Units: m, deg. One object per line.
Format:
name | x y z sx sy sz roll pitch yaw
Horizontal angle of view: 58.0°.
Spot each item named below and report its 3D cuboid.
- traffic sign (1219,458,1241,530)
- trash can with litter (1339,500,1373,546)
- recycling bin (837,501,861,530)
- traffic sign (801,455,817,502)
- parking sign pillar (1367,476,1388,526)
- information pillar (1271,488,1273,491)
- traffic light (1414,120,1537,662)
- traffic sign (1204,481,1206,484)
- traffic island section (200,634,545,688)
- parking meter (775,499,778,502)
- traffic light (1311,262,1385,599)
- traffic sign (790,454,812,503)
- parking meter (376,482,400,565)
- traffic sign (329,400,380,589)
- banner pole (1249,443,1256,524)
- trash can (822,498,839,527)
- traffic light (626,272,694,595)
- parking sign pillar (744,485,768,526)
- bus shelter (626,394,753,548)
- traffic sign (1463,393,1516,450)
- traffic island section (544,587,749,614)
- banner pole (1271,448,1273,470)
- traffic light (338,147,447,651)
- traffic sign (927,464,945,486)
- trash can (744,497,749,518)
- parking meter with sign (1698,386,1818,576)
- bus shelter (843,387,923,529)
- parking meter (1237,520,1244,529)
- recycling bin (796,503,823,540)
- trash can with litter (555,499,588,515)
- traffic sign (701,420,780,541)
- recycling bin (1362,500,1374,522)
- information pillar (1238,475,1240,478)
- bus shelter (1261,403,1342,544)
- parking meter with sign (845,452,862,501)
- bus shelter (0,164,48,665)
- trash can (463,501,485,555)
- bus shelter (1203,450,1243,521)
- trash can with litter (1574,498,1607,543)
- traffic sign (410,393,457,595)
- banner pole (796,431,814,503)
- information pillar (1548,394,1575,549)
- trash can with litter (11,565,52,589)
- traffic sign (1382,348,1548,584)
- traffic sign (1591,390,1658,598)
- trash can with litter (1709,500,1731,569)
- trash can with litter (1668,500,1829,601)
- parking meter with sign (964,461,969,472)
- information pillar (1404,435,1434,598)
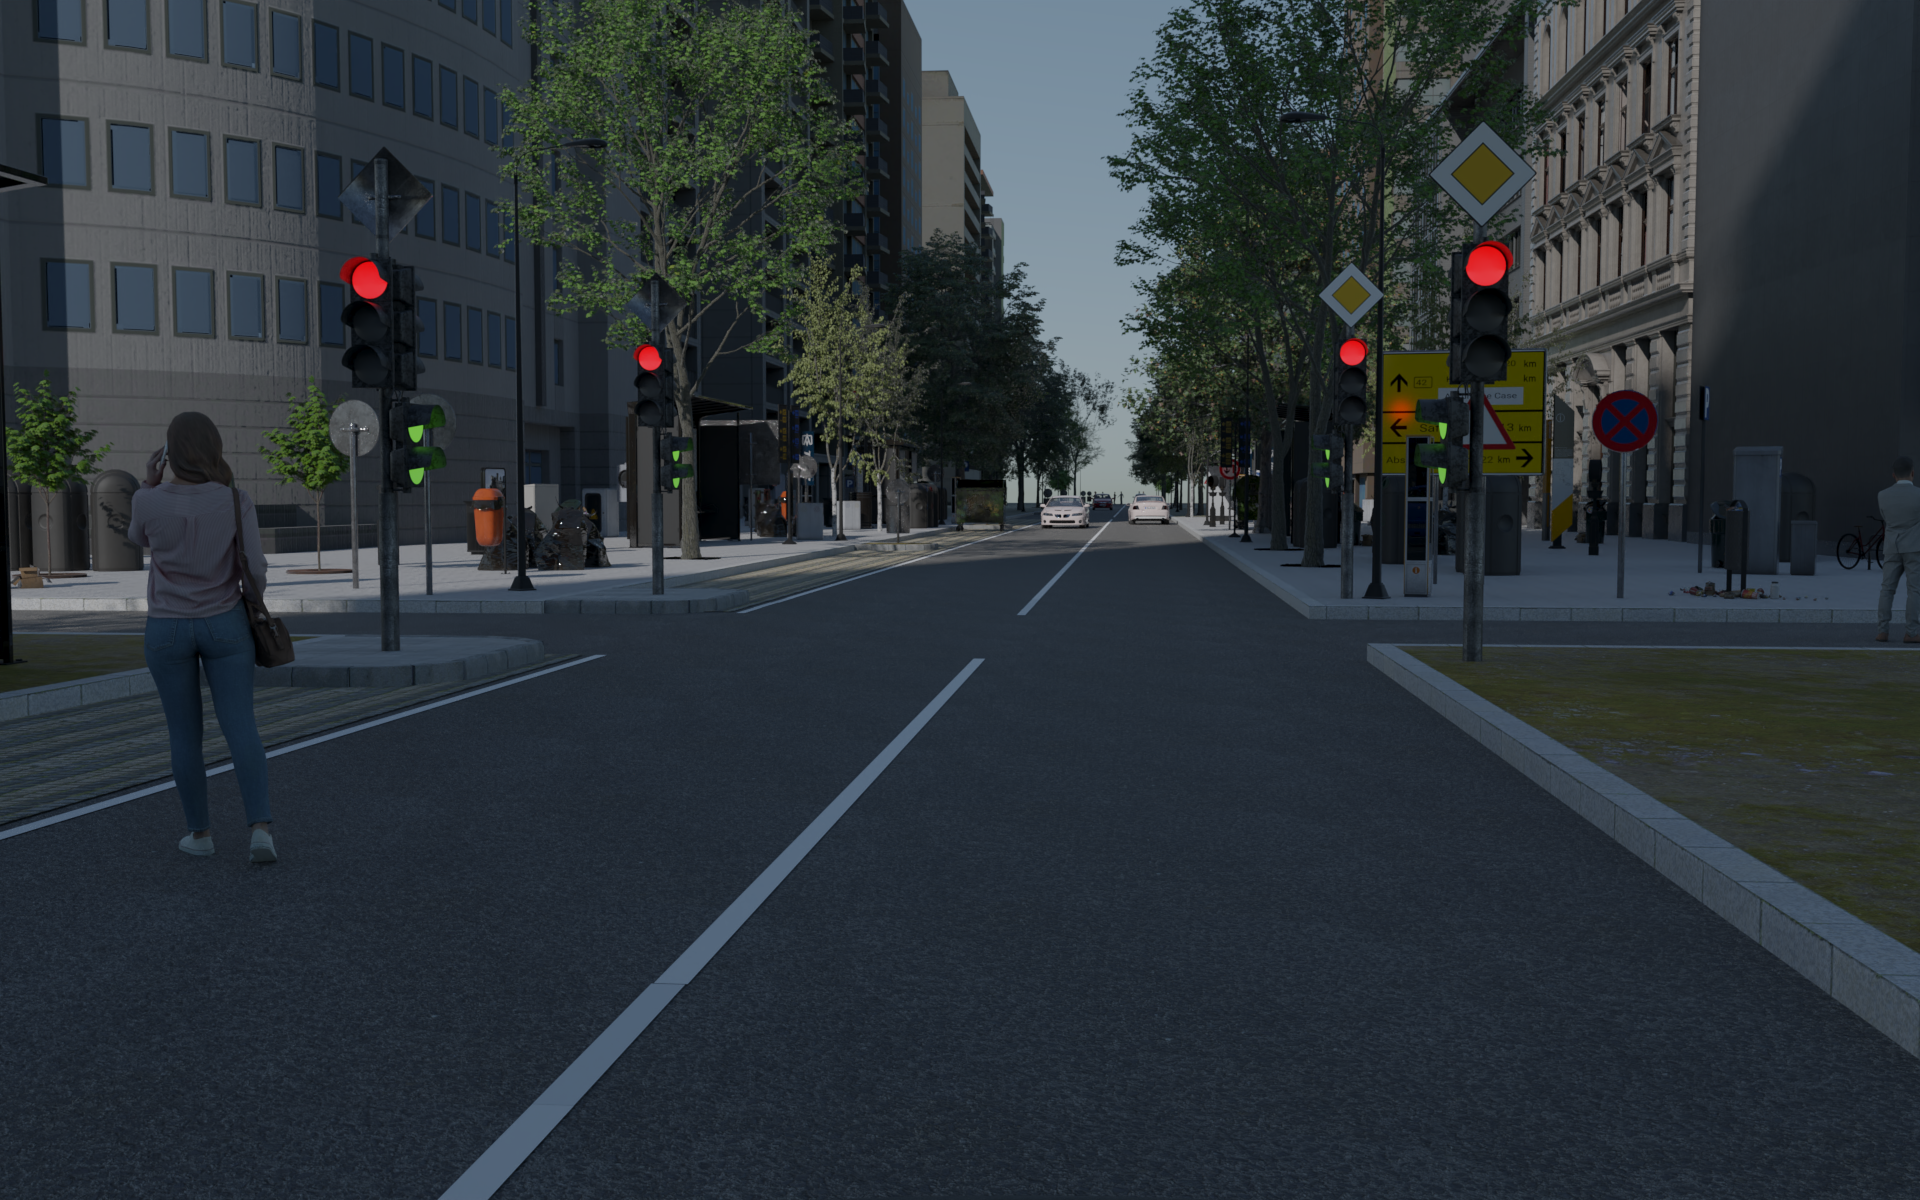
traffic sign | 9.602 -3.761 61.604 0.768 2.556 0.104 1 4 13
trash can with litter | 9.898 -1.920 42.782 1.055 1.170 0.624 3 5 41
recycling bin | -4.044 -3.038 62.227 0.722 1.027 0.722 -2 4 -33
traffic sign | -5.068 -3.478 56.969 0.768 2.556 0.104 1 4 13
parking sign pillar | 17.362 -5.024 70.615 1.447 3.967 1.447 2 4 34
information pillar | 11.725 -3.673 64.545 0.304 2.012 0.304 3 4 36
traffic light | 3.924 -1.486 13.212 0.839 4.253 0.868 0 4 6
traffic sign | 13.086 -5.492 89.803 0.884 2.594 0.081 1 4 12
traffic island section | -4.684 0.494 14.201 2.009 0.180 2.903 0 4 6
parking meter | -9.940 -5.438 94.627 0.255 1.863 0.399 -1 4 -23
traffic light | 4.731 -1.972 21.156 0.839 4.253 0.868 0 4 6
traffic sign | -5.216 -3.430 56.079 0.884 2.594 0.081 1 4 9
parking meter | -10.329 -1.398 31.273 0.372 1.533 0.369 0 3 0
traffic sign | -8.197 -1.426 23.423 0.768 2.556 0.104 1 4 13
banner pole | 12.450 -5.147 74.165 0.401 3.779 0.863 -2 4 -33
trash can | -4.980 -3.387 67.038 0.748 1.137 0.748 0 3 0
traffic light | -3.838 -2.024 22.007 0.839 4.253 0.868 0 4 6
parking sign pillar | -7.985 -4.977 69.852 1.447 3.967 1.447 -1 4 -10
bus shelter | -6.779 -3.225 44.011 1.731 3.624 6.357 0 4 6
traffic sign | 6.220 -1.276 20.860 0.884 2.594 0.081 0 4 6
traffic island section | -3.877 0.008 22.146 2.009 0.180 2.903 0 4 6
banner pole | 14.553 -5.580 81.249 0.863 3.779 0.401 -1 4 -8
traffic light | -4.645 -1.538 14.063 0.839 4.253 0.868 0 4 6
traffic sign | -1.041 -4.517 73.954 0.768 2.556 0.104 1 4 12
trash can | -10.908 -4.798 90.096 0.748 1.137 0.748 0 3 0
parking meter with sign | 12.739 -1.919 27.644 1.738 3.016 0.543 2 4 30
bus shelter | -3.049 -5.506 67.648 2.179 5.291 8.768 0 4 6
parking meter | 10.410 -3.600 64.573 0.255 1.863 0.399 3 4 38
recycling bin | -4.242 -2.217 48.810 0.722 1.027 0.722 -1 4 -9
trash can with litter | -8.534 -1.588 37.350 0.624 1.170 1.055 1 4 23
traffic sign | -6.067 -3.288 47.632 2.265 3.308 0.079 0 4 6
recycling bin | 18.928 -4.086 79.353 0.722 1.027 0.722 -1 4 -20
information pillar | 10.783 -3.760 65.964 0.304 2.012 0.304 3 4 38
bus shelter | 9.350 -3.443 47.581 1.731 3.624 6.357 0 4 6
parking meter with sign | -4.468 -4.571 71.000 0.543 3.016 1.738 1 4 10
bus shelter | -7.925 -1.144 9.995 1.731 3.624 6.357 0 4 6
trash can | -10.137 -1.532 36.696 0.748 1.137 0.748 0 3 0
bus shelter | 12.181 -5.224 79.335 2.014 3.302 5.546 0 4 6
trash can with litter | 16.325 -2.055 44.986 0.624 1.170 1.055 -1 4 -11
traffic sign | -6.742 -1.335 21.932 0.768 2.556 0.104 1 4 8
banner pole | -5.496 -4.321 60.664 0.863 3.779 0.401 1 4 11
information pillar | 14.087 -3.007 40.518 0.504 3.616 0.183 0 4 -1
trash can with litter | -12.961 -0.740 23.494 1.055 1.170 0.624 -3 4 -39
traffic sign | 7.077 -1.872 24.479 2.265 3.308 0.079 1 4 13
traffic sign | 8.131 -1.293 21.251 0.768 2.556 0.104 1 4 15
trash can with litter | 13.344 -1.128 29.832 0.624 1.170 1.055 0 4 1
trash can with litter | 9.801 -0.664 21.908 1.678 1.210 2.233 0 4 5
parking meter with sign | 0.401 -5.927 93.172 0.543 3.016 1.738 1 4 13
information pillar | 5.716 -1.045 21.576 0.304 2.012 0.304 2 4 24
